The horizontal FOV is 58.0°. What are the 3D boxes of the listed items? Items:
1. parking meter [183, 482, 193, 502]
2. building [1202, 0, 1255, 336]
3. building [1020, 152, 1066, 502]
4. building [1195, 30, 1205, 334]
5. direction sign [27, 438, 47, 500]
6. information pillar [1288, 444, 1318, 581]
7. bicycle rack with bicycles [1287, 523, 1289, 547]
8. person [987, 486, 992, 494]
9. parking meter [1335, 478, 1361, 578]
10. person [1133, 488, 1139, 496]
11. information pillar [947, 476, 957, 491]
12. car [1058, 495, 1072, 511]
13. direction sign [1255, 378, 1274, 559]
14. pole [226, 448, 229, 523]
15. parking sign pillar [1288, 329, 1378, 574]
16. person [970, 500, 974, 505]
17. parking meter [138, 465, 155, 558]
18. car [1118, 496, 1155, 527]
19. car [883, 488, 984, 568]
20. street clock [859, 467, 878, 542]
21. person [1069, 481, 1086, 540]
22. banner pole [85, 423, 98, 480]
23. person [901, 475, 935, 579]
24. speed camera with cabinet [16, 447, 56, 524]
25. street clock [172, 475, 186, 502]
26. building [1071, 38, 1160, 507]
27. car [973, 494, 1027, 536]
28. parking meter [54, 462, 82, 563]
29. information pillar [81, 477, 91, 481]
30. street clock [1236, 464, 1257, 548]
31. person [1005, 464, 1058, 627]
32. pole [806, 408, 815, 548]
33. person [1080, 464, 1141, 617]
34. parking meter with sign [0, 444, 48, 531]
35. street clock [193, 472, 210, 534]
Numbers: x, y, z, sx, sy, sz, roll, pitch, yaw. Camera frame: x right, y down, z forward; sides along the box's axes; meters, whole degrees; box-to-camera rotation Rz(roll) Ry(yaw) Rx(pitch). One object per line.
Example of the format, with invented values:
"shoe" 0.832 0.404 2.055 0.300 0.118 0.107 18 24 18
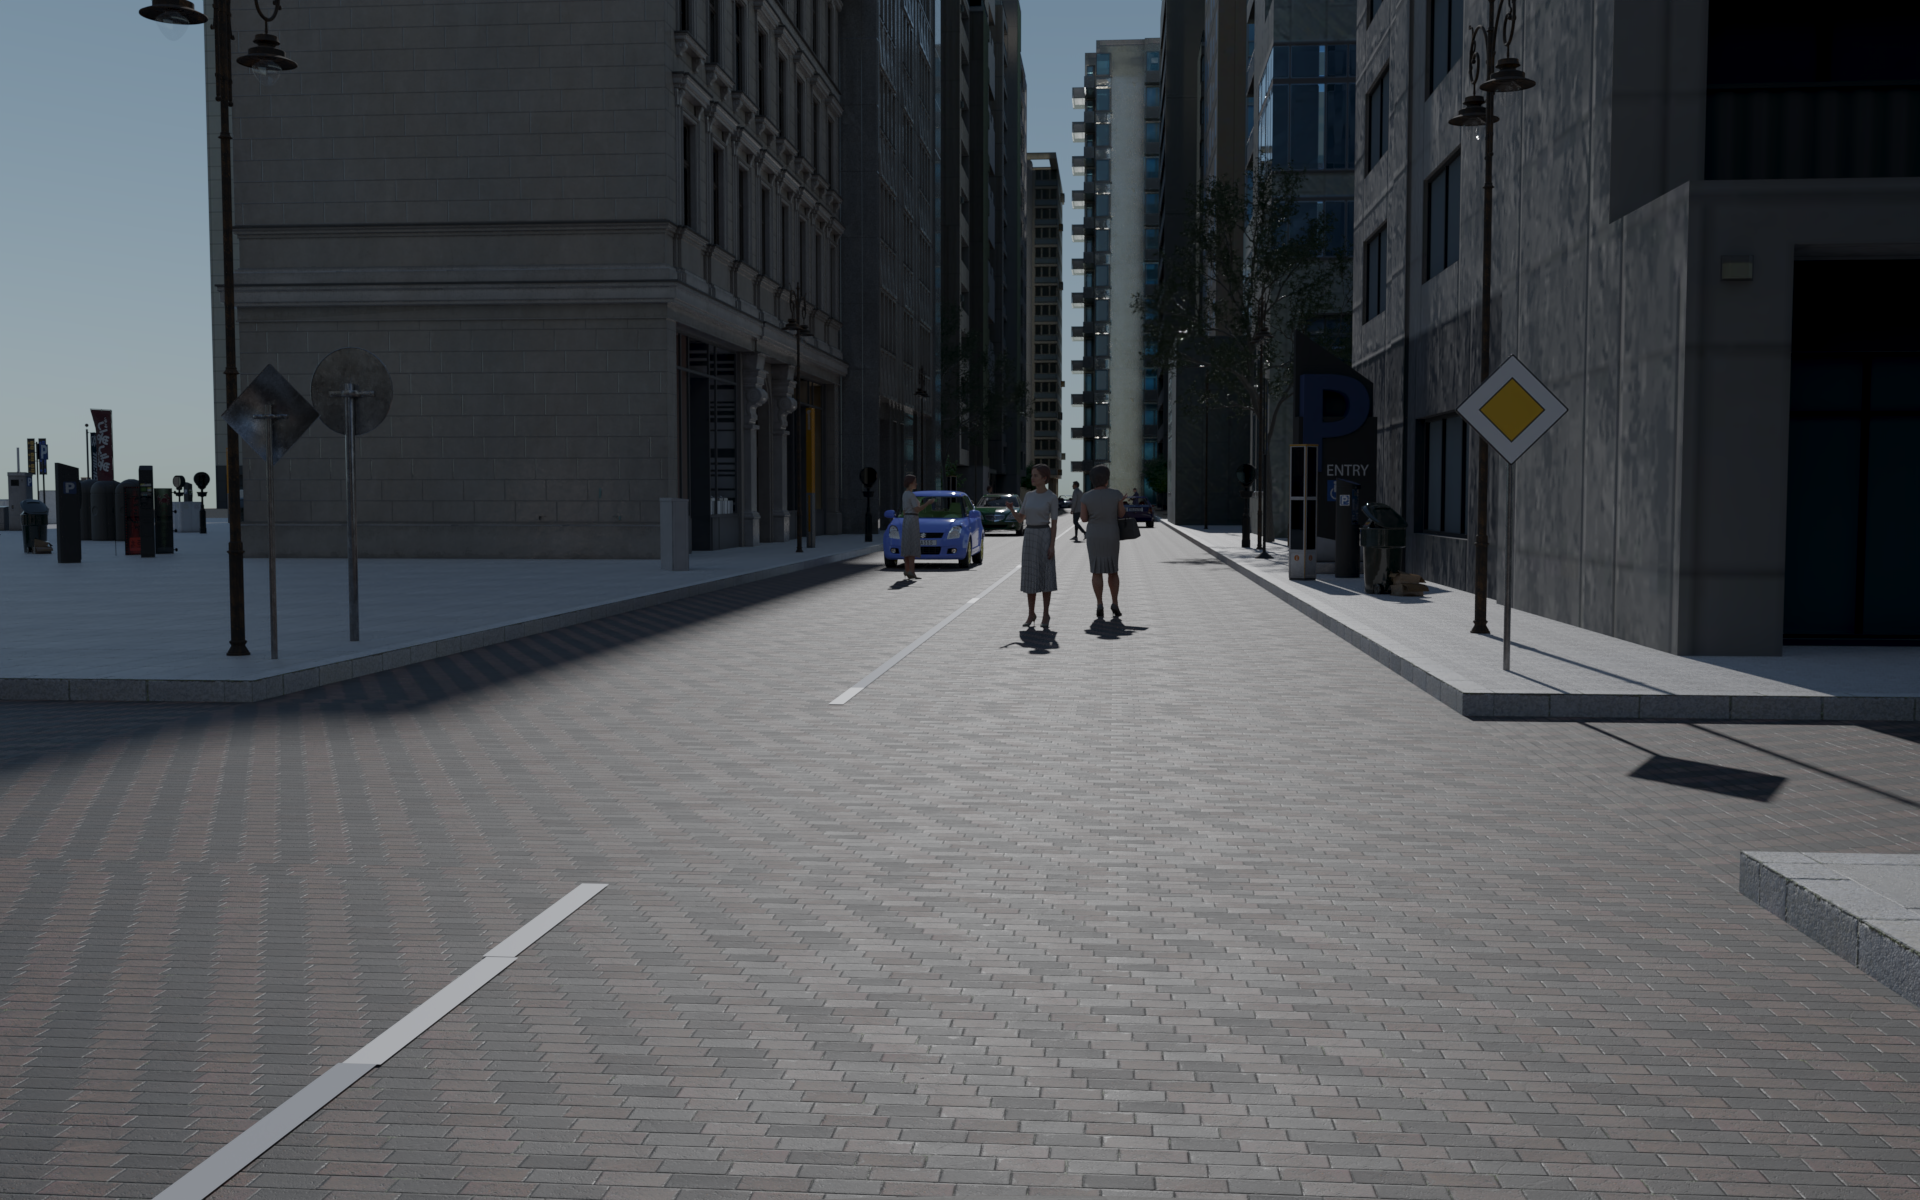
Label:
"parking meter" -37.305 -4.772 83.730 0.399 1.863 0.255 2 4 27
"building" 20.941 -27.315 96.719 14.600 45.320 14.200 0 4 5
"building" -0.747 -30.371 188.442 23.993 40.220 32.217 0 4 5
"building" 22.128 -20.768 111.250 14.160 30.474 14.107 0 4 5
"direction sign" -37.393 -4.785 70.231 0.876 3.537 0.379 1 4 12
"information pillar" 5.100 -1.299 25.738 0.304 2.012 0.304 -3 5 -43
"bicycle rack with bicycles" 9.476 -1.773 42.371 2.925 0.926 2.852 -3 5 -45
"person" 1.258 -3.625 68.343 0.524 1.755 0.480 0 4 -3
"parking meter" 5.944 -1.108 26.526 0.372 1.533 0.369 0 3 0
"person" 9.400 -5.197 93.916 0.568 1.767 0.683 1 4 20
"information pillar" -0.334 -4.009 70.040 0.304 2.012 0.304 -2 4 -32
"car" 9.122 -8.348 149.065 1.945 1.354 3.894 0 4 6
"direction sign" 6.043 -2.587 34.302 0.379 3.537 0.876 1 4 14
"pole" -32.297 -5.058 76.546 0.158 3.312 0.155 0 3 0
"parking sign pillar" 6.123 -2.436 28.302 1.447 3.967 1.447 0 4 -2
"person" 0.237 -2.270 50.299 0.352 1.250 0.332 1 4 13
"parking meter" -16.448 -1.793 35.033 0.255 1.863 0.399 -1 4 -22
"car" 7.579 -3.868 75.823 1.945 1.354 3.894 0 4 4
"car" -0.500 -1.543 34.820 1.945 1.707 3.694 0 4 6
"street clock" -2.453 -2.560 46.432 0.471 2.002 0.358 -1 4 -11
"person" 3.716 -2.783 53.842 0.795 1.843 0.661 2 4 34
"banner pole" -30.917 -4.387 61.738 0.401 3.779 0.863 1 4 11
"person" -0.738 -1.229 29.161 0.524 1.755 0.480 -2 4 -27
"speed camera with cabinet" -39.448 -4.874 74.021 2.038 3.252 0.660 -2 4 -32
"street clock" -30.041 -3.798 66.669 0.471 2.002 0.358 2 4 28
"building" 27.093 -34.408 182.171 30.456 49.044 23.786 0 4 5
"car" 1.425 -3.026 61.281 2.131 1.459 4.920 0 4 6
"parking meter" -16.580 -1.622 32.229 0.399 1.863 0.255 -3 5 -45
"information pillar" -38.038 -4.338 75.426 0.304 2.012 0.304 0 4 7
"street clock" 6.854 -2.256 41.453 0.471 2.002 0.358 1 4 21
"person" 0.790 -0.586 18.658 0.480 1.755 0.524 2 4 30
"pole" -3.549 -2.893 41.143 0.158 3.312 0.155 0 3 0
"person" 1.769 -0.705 20.390 0.716 1.782 0.532 0 4 4
"parking meter with sign" -32.737 -3.920 60.346 1.738 3.016 0.543 0 4 1
"street clock" -24.564 -3.155 56.153 0.471 2.002 0.358 -2 4 -34
